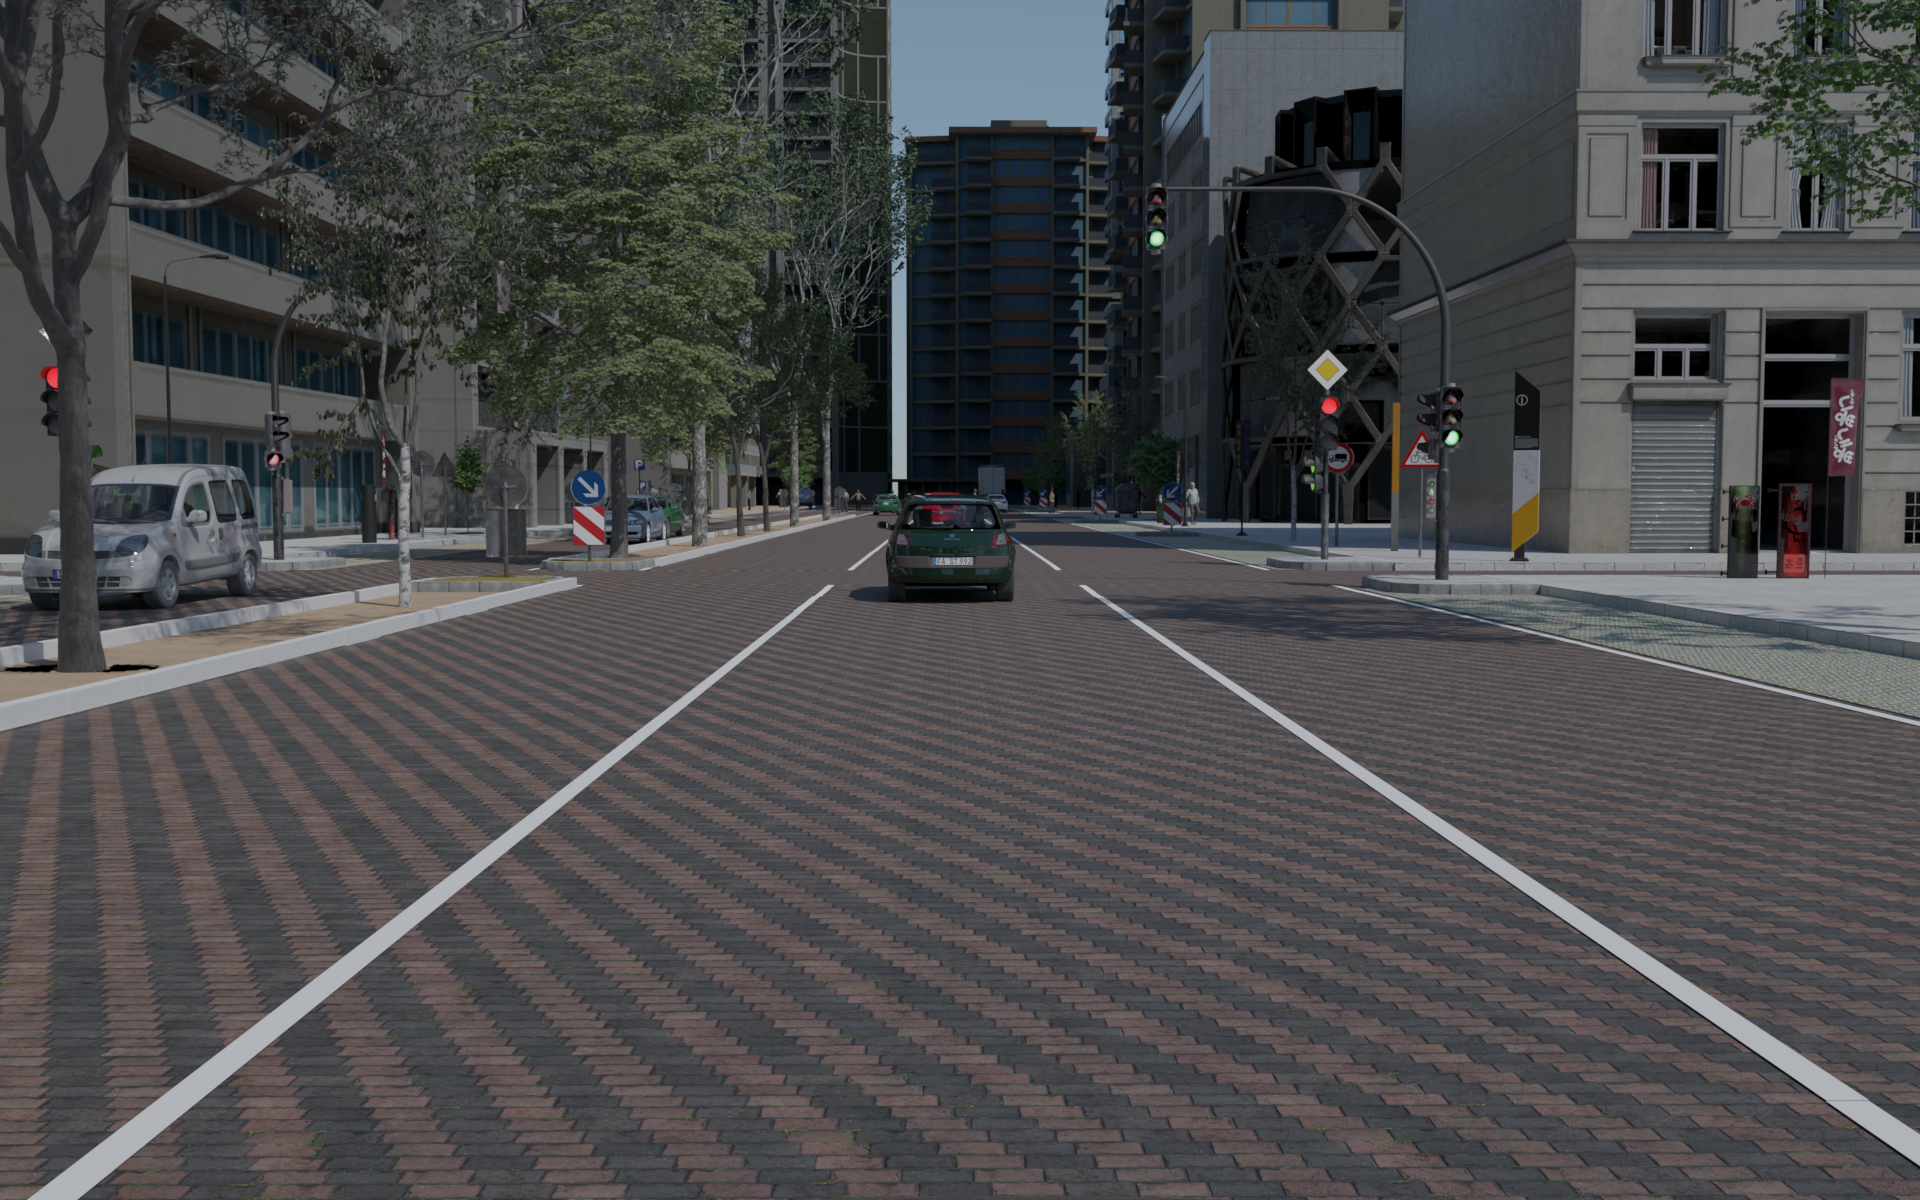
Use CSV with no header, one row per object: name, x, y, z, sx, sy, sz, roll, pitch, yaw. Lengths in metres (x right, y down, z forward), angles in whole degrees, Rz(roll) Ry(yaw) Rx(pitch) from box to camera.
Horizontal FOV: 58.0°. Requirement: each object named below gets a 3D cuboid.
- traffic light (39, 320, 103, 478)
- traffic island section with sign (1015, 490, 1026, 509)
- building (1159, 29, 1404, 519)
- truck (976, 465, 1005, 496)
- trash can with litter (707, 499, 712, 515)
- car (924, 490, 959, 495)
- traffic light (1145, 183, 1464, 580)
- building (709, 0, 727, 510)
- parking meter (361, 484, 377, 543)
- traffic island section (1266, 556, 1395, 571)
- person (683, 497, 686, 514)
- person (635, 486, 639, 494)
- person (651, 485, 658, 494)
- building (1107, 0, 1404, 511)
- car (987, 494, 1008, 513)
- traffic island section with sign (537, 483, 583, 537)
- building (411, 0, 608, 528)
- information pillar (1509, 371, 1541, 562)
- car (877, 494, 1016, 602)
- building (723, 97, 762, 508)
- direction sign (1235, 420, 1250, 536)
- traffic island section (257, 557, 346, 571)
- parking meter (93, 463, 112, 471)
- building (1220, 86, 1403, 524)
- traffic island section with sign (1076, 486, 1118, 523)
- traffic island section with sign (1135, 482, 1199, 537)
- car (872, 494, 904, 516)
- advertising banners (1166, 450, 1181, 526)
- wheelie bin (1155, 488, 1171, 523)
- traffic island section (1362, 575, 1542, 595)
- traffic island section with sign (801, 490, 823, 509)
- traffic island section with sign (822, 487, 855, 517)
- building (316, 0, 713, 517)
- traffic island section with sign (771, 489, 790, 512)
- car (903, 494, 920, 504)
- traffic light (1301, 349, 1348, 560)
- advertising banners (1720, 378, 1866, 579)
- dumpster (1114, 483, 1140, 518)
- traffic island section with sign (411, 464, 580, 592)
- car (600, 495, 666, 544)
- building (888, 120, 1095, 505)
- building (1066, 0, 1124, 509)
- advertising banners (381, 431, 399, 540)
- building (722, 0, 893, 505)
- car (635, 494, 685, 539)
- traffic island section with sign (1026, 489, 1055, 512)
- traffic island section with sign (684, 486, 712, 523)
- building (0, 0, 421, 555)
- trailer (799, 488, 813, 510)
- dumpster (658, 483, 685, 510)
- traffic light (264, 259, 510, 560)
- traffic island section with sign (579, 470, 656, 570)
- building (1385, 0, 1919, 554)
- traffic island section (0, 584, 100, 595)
traffic light,-13.185,-2.245,25.627,0.839,4.253,0.868,0,4,0
traffic island section with sign,6.173,-9.430,162.811,1.989,1.847,2.006,0,4,0
building,18.643,-17.157,98.545,12.078,24.808,19.932,0,4,0
truck,3.072,-11.235,172.599,2.839,4.237,11.283,0,4,-1
trash can with litter,-15.890,-5.896,107.787,0.624,1.170,1.055,1,4,20
car,-0.563,-2.947,57.227,2.155,1.783,4.494,0,4,1
traffic light,5.084,-3.118,25.640,4.771,5.953,1.251,0,4,0
building,-26.435,-27.721,136.832,14.154,41.232,14.086,0,4,0
parking meter,-15.506,-2.264,45.433,0.372,1.533,0.369,0,3,0
traffic island section,7.155,-0.710,33.896,2.009,0.180,2.903,0,4,0
person,-17.371,-5.917,108.286,0.738,1.151,1.012,1,4,14
person,-19.608,-6.096,105.806,0.694,1.812,0.767,-1,4,-10
person,-17.279,-5.595,97.621,0.635,1.810,0.391,-1,4,-18
building,23.055,-29.417,135.595,22.147,44.769,28.867,0,4,0
car,2.696,-7.381,132.685,2.014,1.417,4.499,0,4,-2
traffic island section with sign,-13.156,-3.069,58.803,1.989,1.847,2.006,0,4,0
building,-26.552,-38.883,73.994,20.563,71.187,20.611,0,4,0
information pillar,10.725,-2.537,32.839,0.504,3.616,0.183,2,4,26
car,-0.172,-0.900,24.496,2.009,1.686,4.222,0,4,-2
building,-31.471,-28.949,165.204,23.993,40.220,32.217,0,4,0
direction sign,8.661,-3.739,53.127,0.379,3.537,0.876,-1,4,-19
traffic island section,-13.286,-0.701,33.746,2.009,0.180,2.903,0,4,0
parking meter,-16.337,-1.677,33.132,0.399,1.863,0.255,-2,4,-27
building,20.471,-13.023,80.386,16.820,18.784,16.811,0,4,0
traffic island section with sign,6.768,-4.713,85.690,1.989,1.847,2.006,0,4,0
traffic island section with sign,6.974,-3.057,58.614,1.989,1.847,2.006,0,4,0
car,-4.899,-6.439,117.077,2.131,1.459,4.920,0,4,0
advertising banners,8.663,-4.538,70.385,0.090,3.025,2.074,-1,4,-8
wheelie bin,8.914,-4.159,75.910,0.693,1.594,0.980,0,4,6
traffic island section,7.215,-0.222,25.911,2.009,0.180,2.903,0,4,0
traffic island section with sign,-13.950,-9.459,163.281,1.989,1.847,2.006,0,4,0
traffic island section with sign,-7.614,-6.144,108.586,2.006,1.907,1.989,0,4,0
building,-29.240,-30.280,118.778,21.300,48.544,21.600,0,4,0
traffic island section with sign,-13.742,-7.785,135.909,1.989,1.847,2.006,0,4,0
car,-4.419,-9.607,166.117,2.155,1.783,4.494,0,4,2
traffic light,7.115,-2.744,33.782,0.839,4.253,0.868,0,4,0
advertising banners,12.611,-1.836,26.207,2.074,3.025,0.090,0,4,2
dumpster,8.896,-5.291,92.268,1.264,1.857,1.865,0,4,0
traffic island section with sign,-6.987,-1.095,26.042,2.006,1.907,1.989,0,4,0
car,-9.768,-2.383,50.964,2.014,1.417,4.499,0,4,0
building,6.152,-33.707,205.734,28.867,44.769,22.147,0,4,0
building,22.476,-52.100,164.514,22.319,86.520,31.000,0,4,0
advertising banners,-15.953,-3.203,48.559,0.090,3.025,2.074,0,4,-4
building,-18.585,-46.868,204.538,20.611,71.187,20.563,0,4,0
car,-10.292,-2.784,57.319,2.131,1.459,4.920,0,4,1
traffic island section with sign,6.385,-7.782,135.857,1.989,1.847,2.006,0,4,0
traffic island section with sign,-13.364,-4.717,85.757,1.989,1.847,2.006,0,4,0
building,-28.530,-25.805,45.618,21.300,48.544,21.600,0,4,0
trailer,-14.340,-9.276,158.709,1.471,1.999,3.904,0,4,-1
dumpster,-15.770,-5.432,94.570,1.264,1.857,1.865,0,4,-1
traffic light,-11.155,-3.608,33.663,4.771,5.953,1.251,0,4,0
traffic island section with sign,-7.034,-1.548,33.449,2.006,1.907,1.989,0,4,0
building,27.282,-12.884,43.942,30.059,22.955,16.112,0,4,0
traffic island section,-13.225,-0.213,25.761,2.009,0.180,2.903,0,4,0
